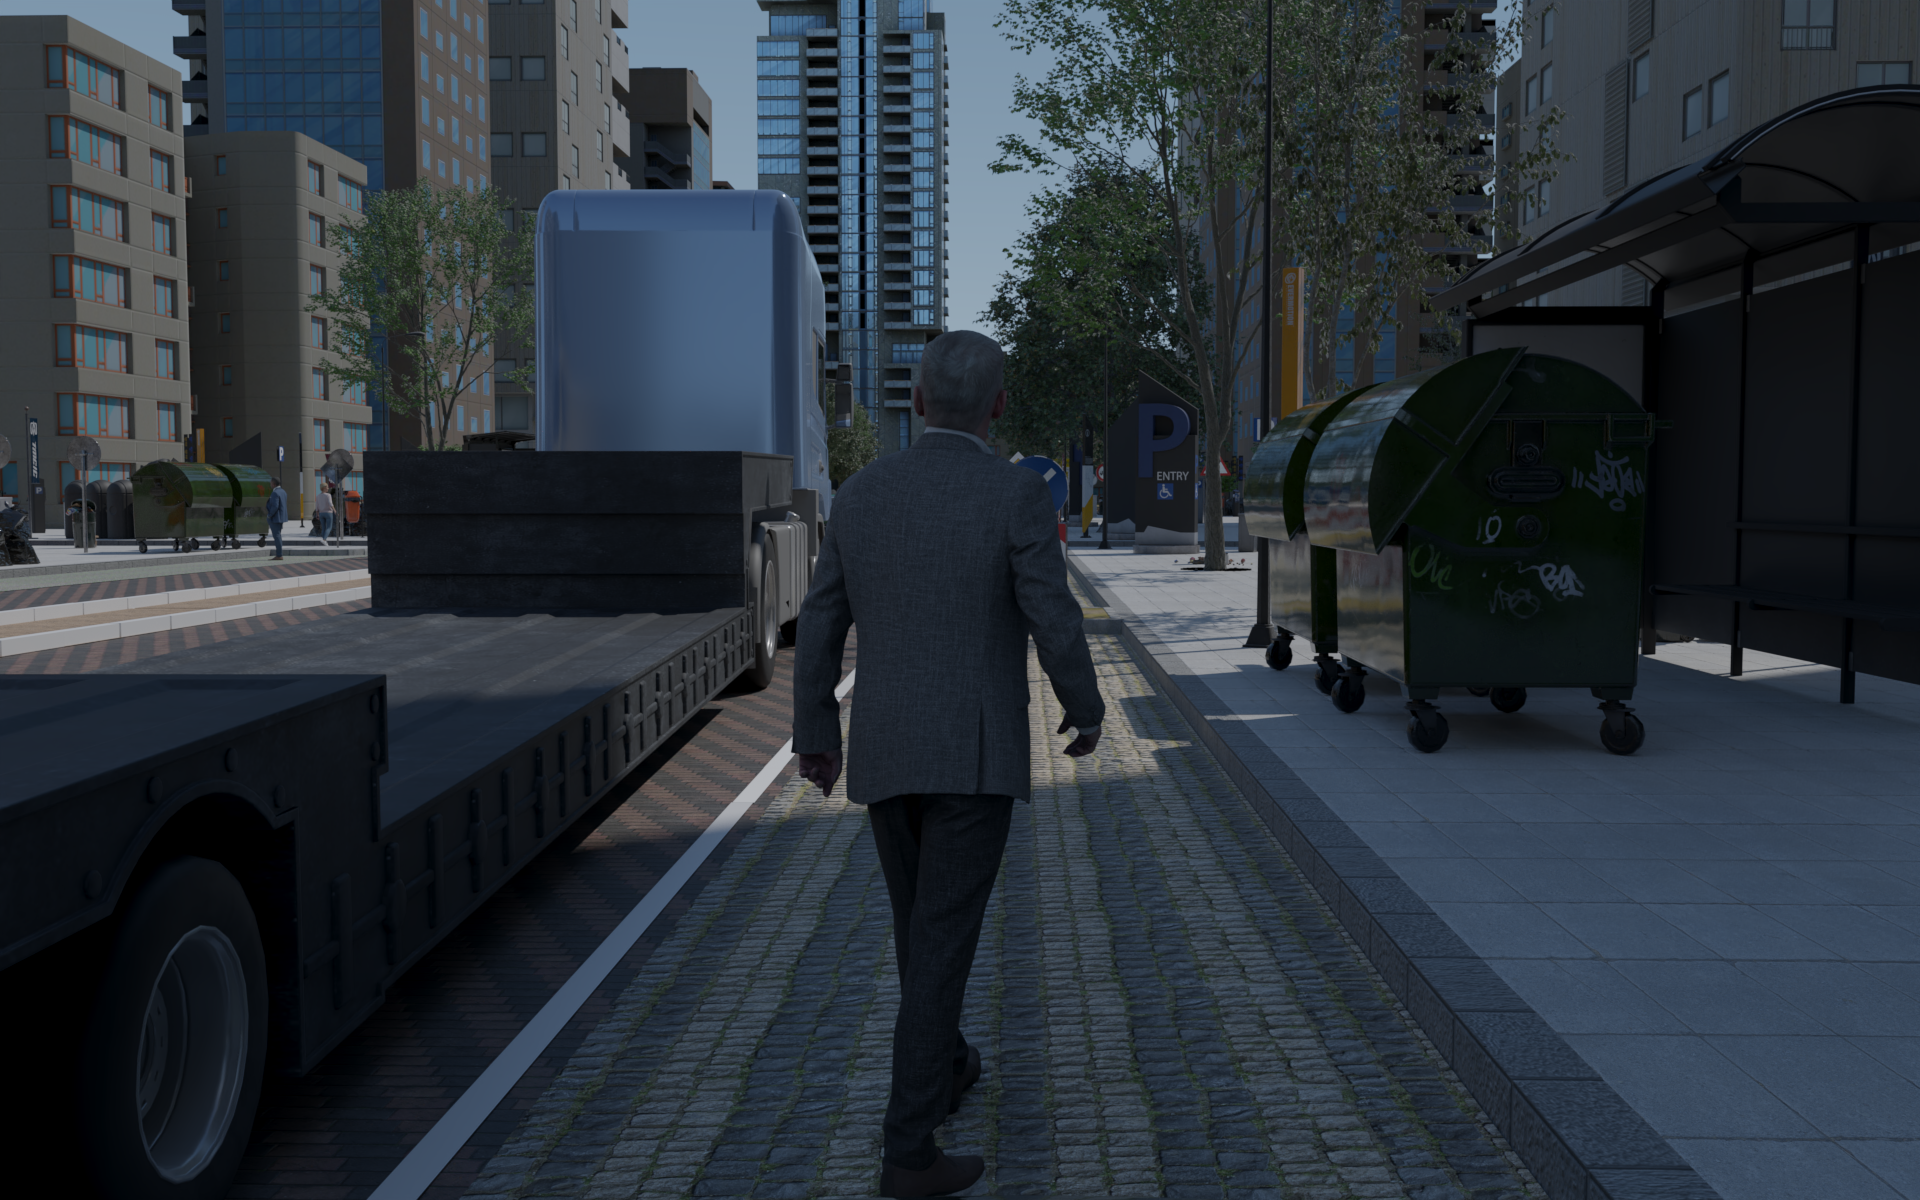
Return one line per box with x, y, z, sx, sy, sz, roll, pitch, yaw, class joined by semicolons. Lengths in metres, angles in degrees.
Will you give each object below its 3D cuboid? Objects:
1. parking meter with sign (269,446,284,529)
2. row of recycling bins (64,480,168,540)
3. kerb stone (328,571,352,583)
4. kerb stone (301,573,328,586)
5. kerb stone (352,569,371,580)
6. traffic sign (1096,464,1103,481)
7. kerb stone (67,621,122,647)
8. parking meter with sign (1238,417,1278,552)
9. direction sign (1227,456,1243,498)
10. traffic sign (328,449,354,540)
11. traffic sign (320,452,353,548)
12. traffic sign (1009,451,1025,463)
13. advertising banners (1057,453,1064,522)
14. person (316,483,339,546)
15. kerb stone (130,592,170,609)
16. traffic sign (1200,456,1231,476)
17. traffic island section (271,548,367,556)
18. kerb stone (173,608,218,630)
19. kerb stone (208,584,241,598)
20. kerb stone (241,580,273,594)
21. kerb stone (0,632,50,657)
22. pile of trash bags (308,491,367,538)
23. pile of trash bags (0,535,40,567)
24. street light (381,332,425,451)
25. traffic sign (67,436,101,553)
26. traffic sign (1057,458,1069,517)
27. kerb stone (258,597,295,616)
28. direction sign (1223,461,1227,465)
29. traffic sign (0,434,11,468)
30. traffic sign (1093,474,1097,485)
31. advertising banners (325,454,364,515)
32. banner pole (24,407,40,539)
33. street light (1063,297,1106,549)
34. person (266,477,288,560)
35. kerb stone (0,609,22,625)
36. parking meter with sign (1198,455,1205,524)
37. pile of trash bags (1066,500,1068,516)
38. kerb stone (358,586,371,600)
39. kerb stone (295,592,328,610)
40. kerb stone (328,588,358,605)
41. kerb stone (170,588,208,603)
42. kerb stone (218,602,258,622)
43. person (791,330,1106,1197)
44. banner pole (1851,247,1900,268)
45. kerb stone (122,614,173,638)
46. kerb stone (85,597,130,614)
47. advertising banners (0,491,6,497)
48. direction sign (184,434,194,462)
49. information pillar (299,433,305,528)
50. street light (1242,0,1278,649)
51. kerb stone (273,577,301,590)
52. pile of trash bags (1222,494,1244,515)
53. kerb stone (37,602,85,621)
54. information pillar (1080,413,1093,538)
-25.598;-4.090;63.128;1.738;3.016;0.543;0;4;-5;parking meter with sign
-24.182;-2.597;49.582;3.534;1.692;1.069;1;4;21;row of recycling bins
-10.159;-0.362;28.113;0.120;0.150;1.000;0;4;2;kerb stone
-10.191;-0.299;27.092;0.120;0.150;1.000;0;4;2;kerb stone
-10.126;-0.424;29.134;0.120;0.150;1.000;0;4;2;kerb stone
5.982;-4.356;71.330;0.768;2.556;0.104;0;4;5;traffic sign
-8.427;0.337;16.707;0.120;0.150;1.000;0;4;2;kerb stone
6.639;-2.599;38.761;0.543;3.016;1.738;1;4;23;parking meter with sign
16.342;-6.731;102.051;0.379;3.537;0.876;-3;4;-37;direction sign
-17.387;-2.968;48.641;0.768;2.556;0.104;0;4;7;traffic sign
-14.818;-2.297;41.197;0.795;2.450;0.064;0;4;2;traffic sign
1.368;-2.265;40.669;0.795;2.450;0.064;0;4;2;traffic sign
4.291;-4.787;74.462;0.090;3.025;2.074;0;4;-6;advertising banners
-17.159;-2.306;46.871;0.731;1.740;0.598;0;4;4;person
-10.355;0.022;21.970;0.120;0.150;1.000;0;4;2;kerb stone
7.346;-3.049;49.862;0.884;2.594;0.081;0;4;4;traffic sign
-14.842;-1.161;41.259;2.009;0.180;2.903;0;4;2;traffic island section
-8.353;0.211;18.754;0.120;0.150;1.000;0;4;2;kerb stone
-10.286;-0.102;24.014;0.120;0.150;1.000;0;4;2;kerb stone
-10.249;-0.173;25.035;0.120;0.150;1.000;0;4;2;kerb stone
-8.447;0.398;15.685;0.120;0.150;1.000;0;4;2;kerb stone
-18.475;-2.595;52.179;1.912;1.369;3.447;-2;4;-27;pile of trash bags
-18.484;-1.320;31.327;3.447;1.369;1.912;1;4;15;pile of trash bags
-16.010;-4.722;49.753;1.470;5.913;1.316;0;4;2;street light
-19.124;-2.306;37.817;0.768;2.556;0.104;0;4;3;traffic sign
6.086;-6.275;96.476;2.265;3.308;0.079;0;4;6;traffic sign
-8.290;0.085;20.802;0.120;0.150;1.000;0;4;2;kerb stone
18.287;-7.678;117.537;0.876;3.537;0.379;0;4;-6;direction sign
-19.965;-2.182;35.785;0.768;2.556;0.104;0;4;5;traffic sign
8.096;-6.543;107.084;0.768;2.556;0.104;0;4;4;traffic sign
-26.516;-4.844;75.382;2.074;3.025;0.090;-2;4;-27;advertising banners
-26.701;-3.660;49.859;0.401;3.779;0.863;0;4;-3;banner pole
2.833;-4.137;40.188;1.470;5.913;1.316;0;4;2;street light
-14.676;-1.746;37.234;0.419;1.800;0.721;-1;4;-9;person
-10.445;0.204;18.893;0.120;0.150;1.000;0;4;2;kerb stone
10.437;-4.842;75.424;0.543;3.016;1.738;1;4;14;parking meter with sign
6.415;-5.608;101.450;3.447;1.369;1.912;1;4;17;pile of trash bags
-8.195;-0.103;23.875;0.120;0.150;1.000;0;4;2;kerb stone
-8.258;0.022;21.832;0.120;0.150;1.000;0;4;2;kerb stone
-8.221;-0.035;22.854;0.120;0.150;1.000;0;4;2;kerb stone
-10.317;-0.048;22.992;0.120;0.150;1.000;0;4;2;kerb stone
-8.324;0.153;19.776;0.120;0.150;1.000;0;4;2;kerb stone
-0.004;0.313;3.775;0.661;1.777;0.834;1;4;20;person
7.044;-1.427;13.354;0.863;3.779;0.401;-2;4;-34;banner pole
-8.390;0.273;17.732;0.120;0.150;1.000;0;4;2;kerb stone
-10.385;0.080;20.946;0.120;0.150;1.000;0;4;2;kerb stone
-35.270;-4.028;62.050;0.090;3.025;2.074;2;4;34;advertising banners
-29.089;-4.489;65.385;0.379;3.537;0.876;-3;5;-43;direction sign
-25.115;-4.567;66.031;0.183;3.616;0.504;-1;4;-23;information pillar
2.006;-2.559;14.386;1.470;5.913;1.316;0;4;2;street light
-10.224;-0.236;26.062;0.120;0.150;1.000;0;4;2;kerb stone
16.318;-5.784;104.323;1.912;1.369;3.447;2;4;32;pile of trash bags
-10.416;0.139;19.917;0.120;0.150;1.000;0;4;2;kerb stone
3.723;-3.621;50.558;0.183;3.616;0.504;2;4;35;information pillar
